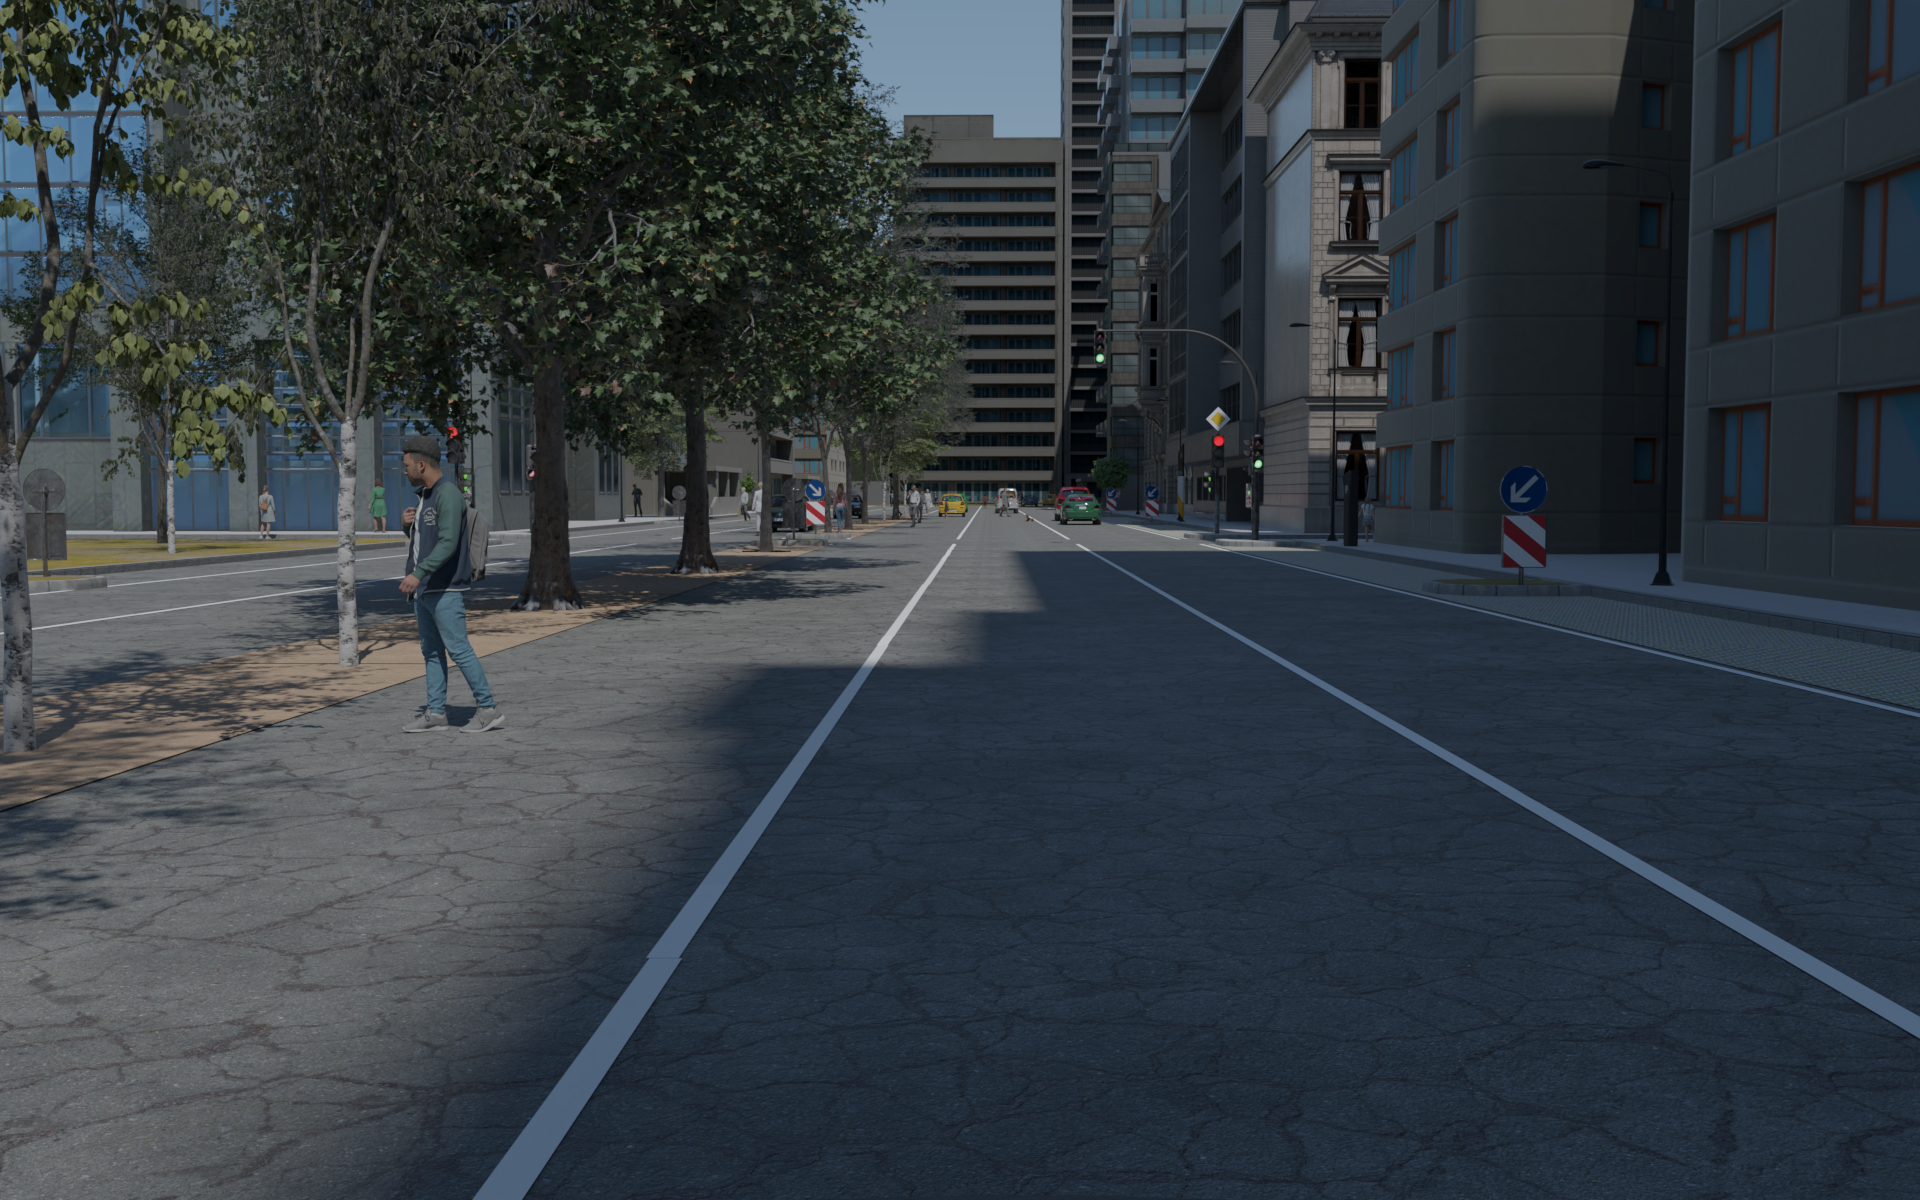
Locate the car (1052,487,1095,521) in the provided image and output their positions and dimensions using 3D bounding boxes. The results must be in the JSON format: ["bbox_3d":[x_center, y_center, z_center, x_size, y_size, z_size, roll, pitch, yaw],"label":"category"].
[{"bbox_3d":[6.118,-5.163,93.085,2.281,1.827,5.304,0,4,2],"label":"car"}]

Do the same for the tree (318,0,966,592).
[{"bbox_3d":[-4.748,-6.820,30.970,9.611,12.733,9.660,0,3,0],"label":"tree"}]

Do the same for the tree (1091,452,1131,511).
[{"bbox_3d":[11.777,-9.212,134.335,4.285,4.588,4.351,0,3,0],"label":"tree"}]

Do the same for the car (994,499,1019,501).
[{"bbox_3d":[3.717,-7.847,138.519,2.015,1.641,3.980,0,4,2],"label":"car"}]

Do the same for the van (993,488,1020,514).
[{"bbox_3d":[3.469,-7.443,128.705,2.013,2.044,4.112,0,4,-1],"label":"van"}]

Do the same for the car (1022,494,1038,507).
[{"bbox_3d":[8.056,-11.455,199.299,2.014,1.417,4.499,0,4,0],"label":"car"}]

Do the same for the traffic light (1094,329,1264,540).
[{"bbox_3d":[6.057,-4.471,47.770,4.771,5.953,1.251,0,4,1],"label":"traffic light"}]

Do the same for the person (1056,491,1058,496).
[{"bbox_3d":[10.578,-10.923,187.112,1.348,1.821,0.705,2,4,28],"label":"person"}]

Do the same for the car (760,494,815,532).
[{"bbox_3d":[-6.607,-3.458,66.322,2.009,1.686,4.222,0,4,2],"label":"car"}]

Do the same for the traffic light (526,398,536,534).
[{"bbox_3d":[-11.778,-4.988,56.223,4.771,5.953,1.251,0,4,1],"label":"traffic light"}]

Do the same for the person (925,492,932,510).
[{"bbox_3d":[-2.979,-9.183,159.425,0.721,1.735,1.217,-3,4,-36],"label":"person"}]

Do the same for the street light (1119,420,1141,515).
[{"bbox_3d":[10.577,-8.291,108.095,1.470,5.913,1.316,0,4,1],"label":"street light"}]

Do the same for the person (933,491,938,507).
[{"bbox_3d":[-2.723,-11.500,196.966,0.683,1.767,0.568,0,4,6],"label":"person"}]

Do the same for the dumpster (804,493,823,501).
[{"bbox_3d":[-12.346,-8.328,144.375,1.865,1.857,1.264,0,4,1],"label":"dumpster"}]

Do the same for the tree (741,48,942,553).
[{"bbox_3d":[-4.721,-7.896,41.932,12.009,13.543,11.850,0,3,0],"label":"tree"}]

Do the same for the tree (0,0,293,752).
[{"bbox_3d":[-5.184,-3.443,9.120,4.737,8.622,4.395,0,3,0],"label":"tree"}]

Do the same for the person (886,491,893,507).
[{"bbox_3d":[-7.444,-11.172,191.239,1.350,1.814,0.705,0,4,1],"label":"person"}]

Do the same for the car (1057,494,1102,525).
[{"bbox_3d":[5.675,-4.274,81.680,2.131,1.459,4.920,0,4,1],"label":"car"}]

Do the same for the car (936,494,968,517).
[{"bbox_3d":[-0.500,-6.059,109.295,2.015,1.641,3.980,0,3,0],"label":"car"}]

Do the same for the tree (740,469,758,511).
[{"bbox_3d":[-15.909,-8.298,130.265,1.663,3.219,1.824,0,3,0],"label":"tree"}]

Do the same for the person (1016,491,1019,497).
[{"bbox_3d":[6.107,-11.065,189.502,0.705,1.812,1.348,-2,4,-34],"label":"person"}]

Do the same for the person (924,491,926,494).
[{"bbox_3d":[-4.004,-12.069,206.541,0.721,1.743,1.217,0,4,-2],"label":"person"}]

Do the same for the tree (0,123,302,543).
[{"bbox_3d":[-20.860,-6.735,44.529,8.767,10.594,7.601,0,4,4],"label":"tree"}]

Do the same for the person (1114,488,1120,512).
[{"bbox_3d":[11.234,-7.198,124.312,0.593,1.750,0.643,1,4,12],"label":"person"}]

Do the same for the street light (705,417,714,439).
[{"bbox_3d":[-14.527,-7.957,102.632,1.470,5.913,1.316,0,4,1],"label":"street light"}]

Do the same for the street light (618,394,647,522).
[{"bbox_3d":[-14.927,-6.512,79.016,1.470,5.913,1.316,0,4,1],"label":"street light"}]

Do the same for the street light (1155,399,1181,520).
[{"bbox_3d":[10.218,-6.853,84.593,1.470,5.913,1.316,0,4,1],"label":"street light"}]

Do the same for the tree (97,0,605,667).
[{"bbox_3d":[-5.077,-3.762,14.332,4.360,8.622,3.978,0,3,0],"label":"tree"}]

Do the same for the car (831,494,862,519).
[{"bbox_3d":[-6.564,-5.667,102.443,2.009,1.686,4.222,0,3,0],"label":"car"}]

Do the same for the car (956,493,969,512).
[{"bbox_3d":[-0.288,-7.787,136.116,1.959,1.807,4.718,0,4,-1],"label":"car"}]

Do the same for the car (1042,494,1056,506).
[{"bbox_3d":[10.663,-11.919,205.098,2.015,1.641,3.980,0,4,0],"label":"car"}]

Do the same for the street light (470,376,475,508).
[{"bbox_3d":[-15.282,-5.113,56.139,1.470,5.913,1.316,0,4,1],"label":"street light"}]

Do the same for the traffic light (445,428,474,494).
[{"bbox_3d":[-14.008,-3.628,48.240,0.839,4.253,0.868,0,4,1],"label":"traffic light"}]

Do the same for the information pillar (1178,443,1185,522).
[{"bbox_3d":[10.242,-5.436,80.233,0.183,3.616,0.504,-1,4,-20],"label":"information pillar"}]

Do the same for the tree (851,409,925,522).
[{"bbox_3d":[-3.932,-8.360,89.499,4.360,8.622,3.978,0,3,0],"label":"tree"}]

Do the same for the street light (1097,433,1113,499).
[{"bbox_3d":[11.016,-9.690,130.971,1.470,5.913,1.316,0,4,1],"label":"street light"}]

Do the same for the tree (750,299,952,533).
[{"bbox_3d":[-4.426,-7.447,58.634,8.767,10.594,7.601,0,4,1],"label":"tree"}]

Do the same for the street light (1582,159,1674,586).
[{"bbox_3d":[9.339,-3.160,24.206,1.470,5.913,1.316,0,4,1],"label":"street light"}]

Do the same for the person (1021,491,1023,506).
[{"bbox_3d":[7.485,-12.205,208.189,0.705,1.807,1.348,1,4,8],"label":"person"}]

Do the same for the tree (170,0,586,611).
[{"bbox_3d":[-5.086,-6.227,21.281,9.611,12.733,9.660,0,3,0],"label":"tree"}]

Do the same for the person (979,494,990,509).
[{"bbox_3d":[2.404,-9.473,166.646,1.065,1.426,0.557,-1,4,-11],"label":"person"}]

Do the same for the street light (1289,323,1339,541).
[{"bbox_3d":[9.622,-4.559,47.084,1.470,5.913,1.316,0,4,1],"label":"street light"}]

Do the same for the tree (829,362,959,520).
[{"bbox_3d":[-3.636,-10.691,95.386,7.486,12.596,7.792,0,3,0],"label":"tree"}]

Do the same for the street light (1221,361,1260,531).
[{"bbox_3d":[9.803,-5.384,60.571,1.470,5.913,1.316,0,4,1],"label":"street light"}]

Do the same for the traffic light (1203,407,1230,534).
[{"bbox_3d":[8.288,-4.094,55.860,0.839,4.253,0.868,0,4,1],"label":"traffic light"}]

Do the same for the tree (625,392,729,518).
[{"bbox_3d":[-16.240,-10.757,93.998,7.486,12.596,7.792,0,3,0],"label":"tree"}]

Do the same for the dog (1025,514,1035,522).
[{"bbox_3d":[3.592,-4.288,90.306,0.550,0.427,0.748,-1,4,-12],"label":"dog"}]
